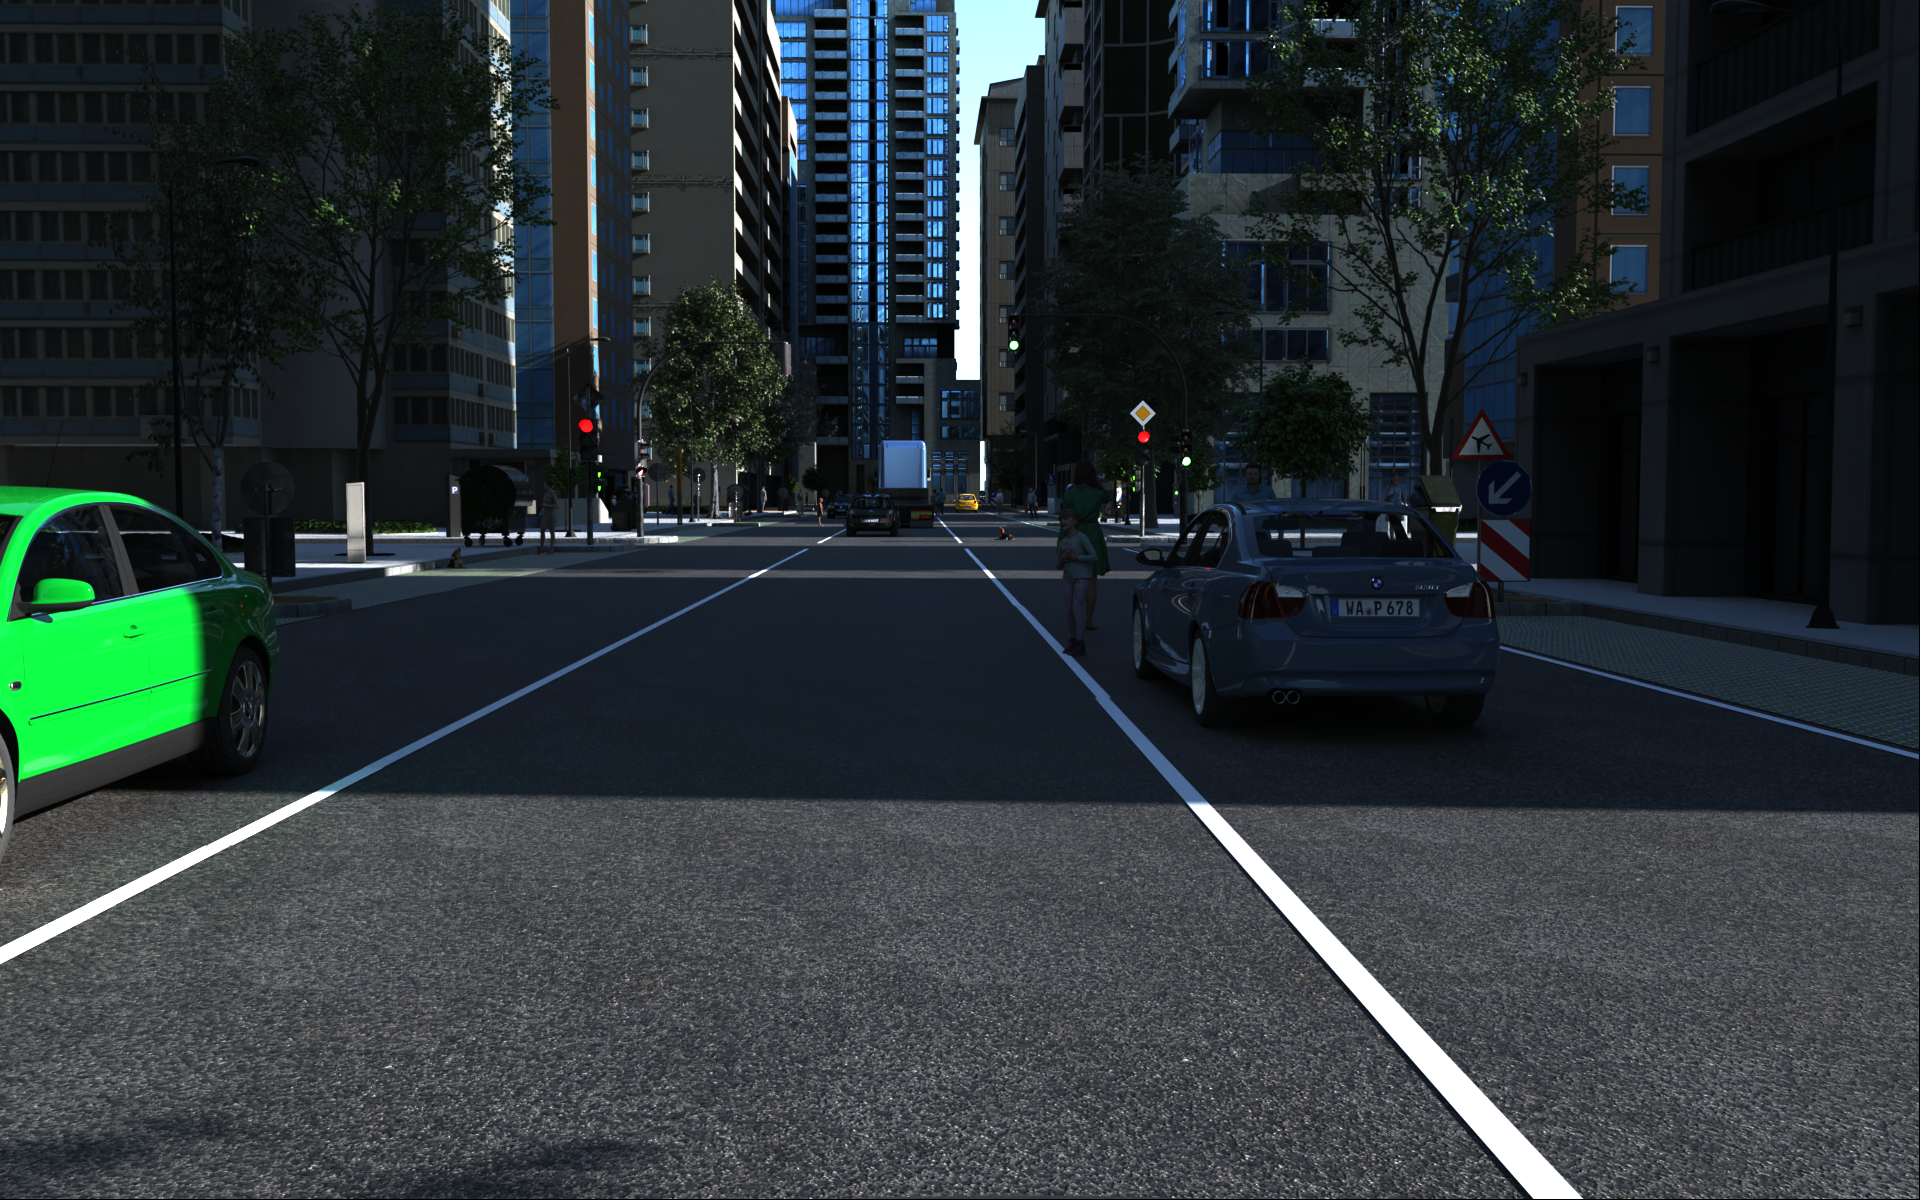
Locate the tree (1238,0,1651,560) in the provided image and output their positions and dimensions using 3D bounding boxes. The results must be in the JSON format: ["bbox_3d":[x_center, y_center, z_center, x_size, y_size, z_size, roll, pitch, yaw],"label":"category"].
[{"bbox_3d":[9.138,-6.581,33.353,9.928,11.665,9.643,0,3,0],"label":"tree"}]

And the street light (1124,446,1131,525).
[{"bbox_3d":[6.380,-6.040,71.297,1.470,5.913,1.316,0,4,-1],"label":"street light"}]

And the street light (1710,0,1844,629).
[{"bbox_3d":[7.750,-2.686,16.457,1.470,5.913,1.316,0,4,-1],"label":"street light"}]

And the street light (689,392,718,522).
[{"bbox_3d":[-11.663,-6.496,78.744,1.470,5.913,1.316,0,4,-1],"label":"street light"}]

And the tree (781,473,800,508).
[{"bbox_3d":[-15.255,-9.818,155.120,1.663,3.219,1.824,0,3,0],"label":"tree"}]

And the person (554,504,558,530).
[{"bbox_3d":[-14.341,-3.105,61.056,0.306,1.304,0.590,-1,4,-16],"label":"person"}]

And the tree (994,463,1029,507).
[{"bbox_3d":[5.011,-11.319,168.773,4.285,4.588,4.351,0,3,0],"label":"tree"}]

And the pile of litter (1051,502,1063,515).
[{"bbox_3d":[6.160,-5.658,106.466,1.176,0.858,1.719,0,4,-3],"label":"pile of litter"}]

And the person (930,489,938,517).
[{"bbox_3d":[-1.560,-5.933,106.337,0.563,1.720,0.643,1,4,10],"label":"person"}]

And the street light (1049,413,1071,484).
[{"bbox_3d":[5.763,-7.737,99.038,1.470,5.913,1.316,0,4,-1],"label":"street light"}]

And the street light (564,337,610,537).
[{"bbox_3d":[-11.049,-4.822,51.378,1.470,5.913,1.316,0,4,-1],"label":"street light"}]

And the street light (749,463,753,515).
[{"bbox_3d":[-12.401,-8.198,106.584,1.470,5.913,1.316,0,4,-1],"label":"street light"}]

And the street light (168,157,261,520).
[{"bbox_3d":[-10.322,-3.146,23.986,1.470,5.913,1.316,0,4,-1],"label":"street light"}]

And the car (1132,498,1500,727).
[{"bbox_3d":[2.284,0.002,11.973,2.014,1.417,4.499,0,4,-2],"label":"car"}]

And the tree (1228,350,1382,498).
[{"bbox_3d":[7.910,-3.417,39.586,4.285,4.588,4.351,0,3,0],"label":"tree"}]

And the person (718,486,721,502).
[{"bbox_3d":[-16.278,-6.705,115.929,0.793,1.790,0.793,2,4,24],"label":"person"}]

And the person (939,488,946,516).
[{"bbox_3d":[-1.199,-6.393,113.040,0.660,1.820,0.620,-3,5,-44],"label":"person"}]

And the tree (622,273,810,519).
[{"bbox_3d":[-12.849,-10.600,90.315,9.611,12.733,9.660,0,3,0],"label":"tree"}]

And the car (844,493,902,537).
[{"bbox_3d":[-2.987,-3.033,59.369,2.009,1.686,4.222,0,4,-1],"label":"car"}]

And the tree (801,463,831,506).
[{"bbox_3d":[-15.389,-12.292,184.694,4.285,4.588,4.351,0,3,0],"label":"tree"}]

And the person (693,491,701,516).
[{"bbox_3d":[-15.386,-5.669,101.328,0.503,1.515,0.523,-1,4,-16],"label":"person"}]

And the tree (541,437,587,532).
[{"bbox_3d":[-13.579,-3.950,59.178,1.663,3.219,1.824,0,3,0],"label":"tree"}]

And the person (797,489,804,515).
[{"bbox_3d":[-10.944,-6.723,118.966,0.519,1.759,0.362,-3,4,-36],"label":"person"}]

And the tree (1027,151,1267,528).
[{"bbox_3d":[7.194,-9.678,64.883,9.857,13.997,8.962,0,3,0],"label":"tree"}]

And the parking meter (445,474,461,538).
[{"bbox_3d":[-14.987,-2.785,51.239,0.399,1.863,0.255,-3,5,-43],"label":"parking meter"}]

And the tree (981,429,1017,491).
[{"bbox_3d":[4.391,-14.830,192.826,4.360,8.622,3.978,0,3,0],"label":"tree"}]

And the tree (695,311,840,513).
[{"bbox_3d":[-13.637,-12.635,116.959,12.009,13.543,11.850,0,3,0],"label":"tree"}]

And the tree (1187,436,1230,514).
[{"bbox_3d":[7.914,-3.872,57.913,1.663,3.219,1.824,0,3,0],"label":"tree"}]

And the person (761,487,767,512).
[{"bbox_3d":[-14.045,-7.157,123.181,0.709,1.813,0.853,1,4,16],"label":"person"}]

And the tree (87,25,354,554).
[{"bbox_3d":[-12.009,-4.746,27.956,4.360,8.622,3.978,0,3,0],"label":"tree"}]

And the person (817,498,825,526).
[{"bbox_3d":[-6.339,-4.021,78.916,0.373,1.253,0.362,0,4,-7],"label":"person"}]

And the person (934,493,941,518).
[{"bbox_3d":[-1.377,-5.774,105.507,0.523,1.515,0.503,1,4,11],"label":"person"}]

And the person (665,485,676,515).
[{"bbox_3d":[-17.642,-6.088,105.450,0.748,1.841,0.638,-1,4,-19],"label":"person"}]

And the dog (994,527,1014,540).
[{"bbox_3d":[1.383,-2.065,53.951,0.550,0.427,0.748,-1,4,-13],"label":"dog"}]

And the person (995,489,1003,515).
[{"bbox_3d":[2.780,-6.842,120.590,0.478,1.798,0.641,3,5,40],"label":"person"}]

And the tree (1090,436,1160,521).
[{"bbox_3d":[7.671,-5.990,81.653,4.285,4.588,4.351,0,3,0],"label":"tree"}]

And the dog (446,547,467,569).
[{"bbox_3d":[-9.658,-0.808,33.408,0.550,0.427,0.748,1,4,8],"label":"dog"}]

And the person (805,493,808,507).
[{"bbox_3d":[-15.589,-10.198,176.034,0.557,1.426,1.065,0,4,3],"label":"person"}]

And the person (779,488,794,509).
[{"bbox_3d":[-15.215,-8.920,151.980,1.348,1.812,0.705,0,4,4],"label":"person"}]

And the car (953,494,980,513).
[{"bbox_3d":[0.497,-7.442,131.907,2.015,1.641,3.980,0,4,0],"label":"car"}]

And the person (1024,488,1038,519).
[{"bbox_3d":[4.020,-5.466,98.362,0.782,1.767,0.515,3,4,37],"label":"person"}]

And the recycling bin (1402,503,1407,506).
[{"bbox_3d":[12.808,-2.383,51.522,0.722,1.027,0.722,-1,4,-19],"label":"recycling bin"}]

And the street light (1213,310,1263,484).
[{"bbox_3d":[7.097,-4.368,43.962,1.470,5.913,1.316,0,4,-1],"label":"street light"}]

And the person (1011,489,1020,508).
[{"bbox_3d":[5.045,-9.181,156.683,0.750,1.759,0.617,-3,5,-45],"label":"person"}]

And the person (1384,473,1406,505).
[{"bbox_3d":[10.744,-2.246,42.862,0.616,1.811,0.778,2,4,33],"label":"person"}]

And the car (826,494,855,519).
[{"bbox_3d":[-6.916,-5.674,102.558,2.009,1.686,4.222,0,4,0],"label":"car"}]

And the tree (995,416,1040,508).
[{"bbox_3d":[5.328,-13.058,163.854,4.737,8.622,4.395,0,3,0],"label":"tree"}]

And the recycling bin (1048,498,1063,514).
[{"bbox_3d":[6.030,-5.936,109.604,0.722,1.027,0.722,-3,4,-38],"label":"recycling bin"}]

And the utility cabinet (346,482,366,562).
[{"bbox_3d":[-11.346,-1.457,32.507,0.318,1.500,1.173,-1,4,-17],"label":"utility cabinet"}]

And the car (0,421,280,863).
[{"bbox_3d":[-4.441,0.083,7.441,1.959,1.807,4.718,0,4,-3],"label":"car"}]

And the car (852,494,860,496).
[{"bbox_3d":[-8.596,-8.183,145.587,2.131,1.459,4.920,0,4,0],"label":"car"}]

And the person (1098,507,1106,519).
[{"bbox_3d":[7.277,-4.801,88.782,0.590,1.304,0.306,-1,4,-21],"label":"person"}]

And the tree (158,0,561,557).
[{"bbox_3d":[-12.246,-6.730,35.785,9.928,11.665,9.643,0,3,0],"label":"tree"}]

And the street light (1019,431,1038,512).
[{"bbox_3d":[5.019,-9.452,127.081,1.470,5.913,1.316,0,4,-1],"label":"street light"}]
